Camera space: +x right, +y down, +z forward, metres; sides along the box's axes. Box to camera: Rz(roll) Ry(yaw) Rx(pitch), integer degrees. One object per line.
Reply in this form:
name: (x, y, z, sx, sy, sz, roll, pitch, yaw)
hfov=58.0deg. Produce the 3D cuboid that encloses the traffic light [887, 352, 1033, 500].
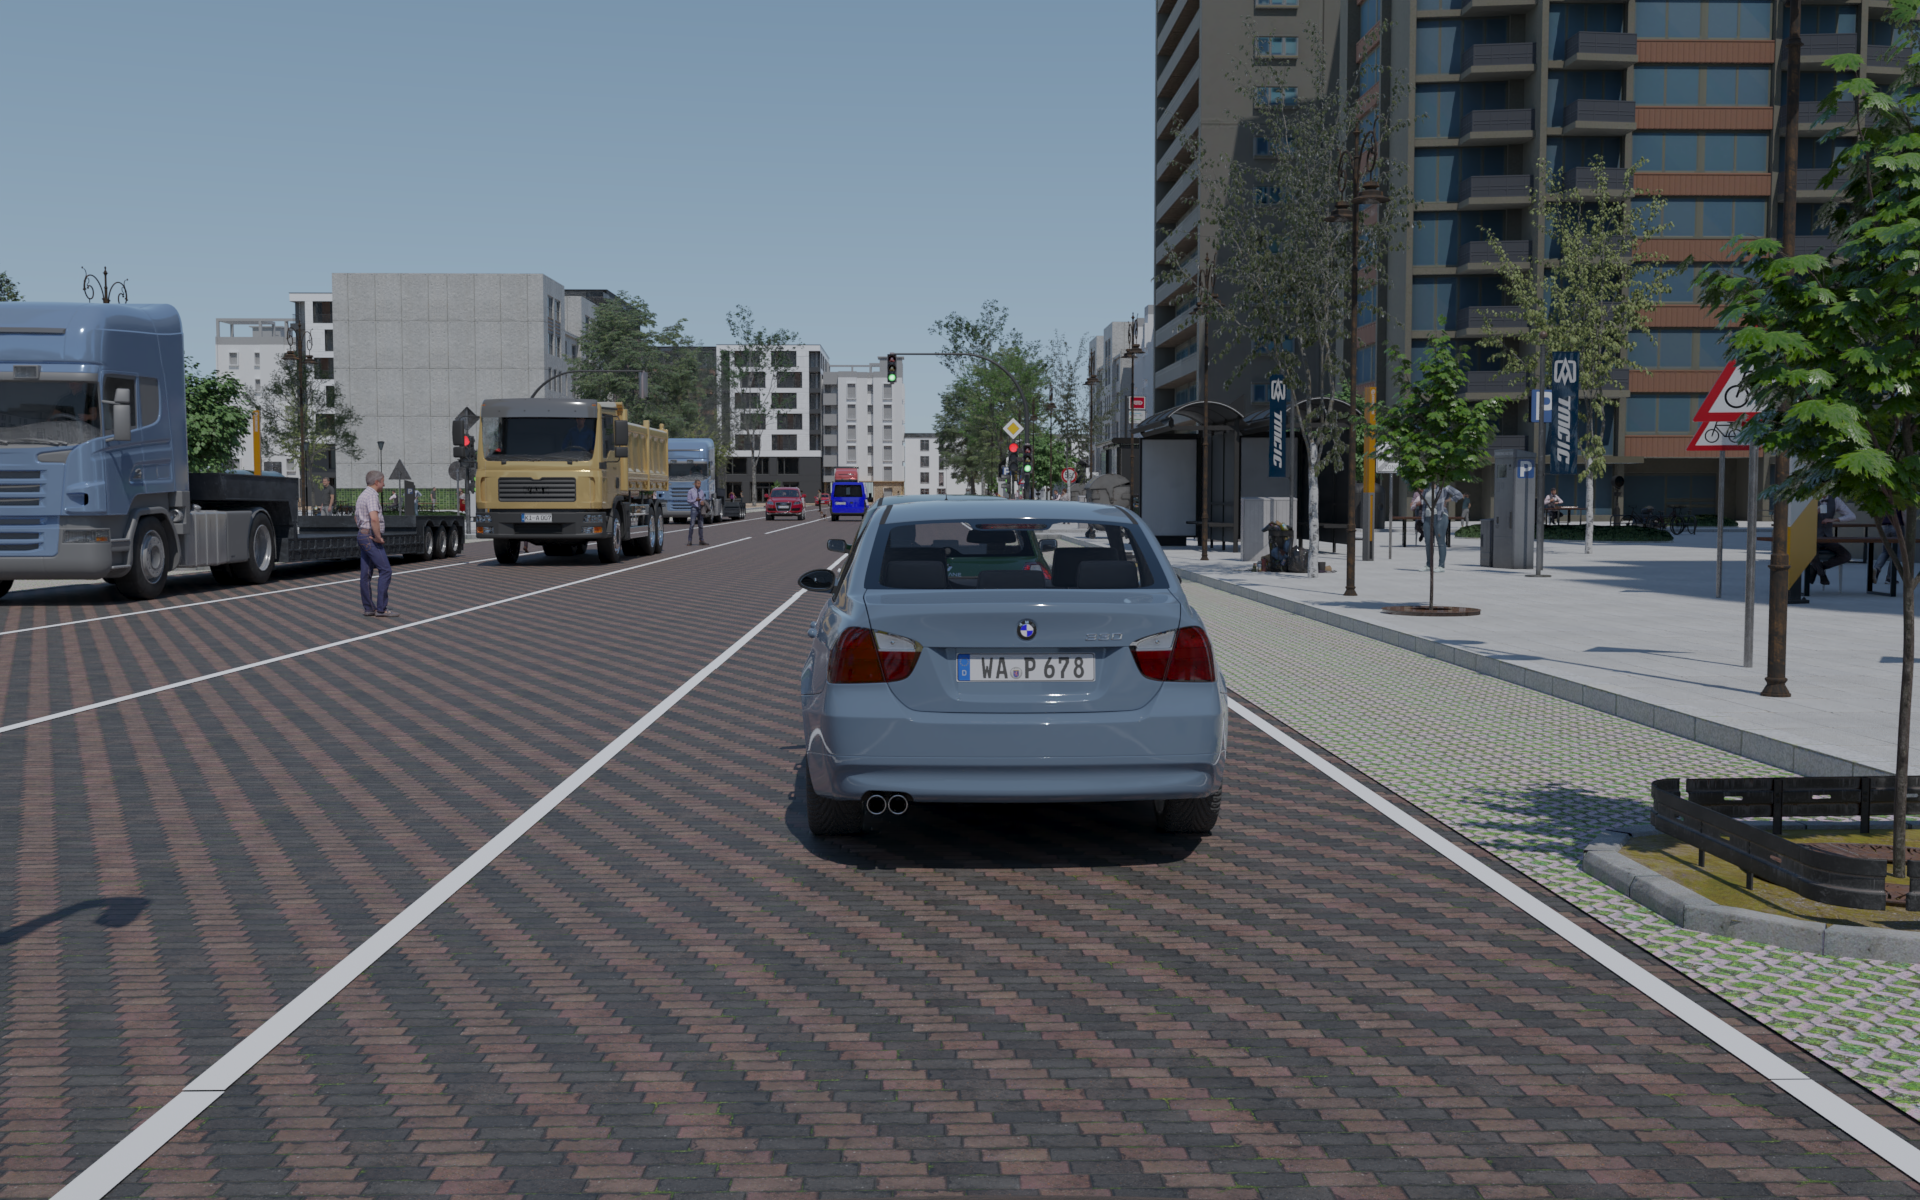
traffic light: (0.042, -4.959, 55.747, 4.771, 5.953, 1.251, 0, 4, -1)

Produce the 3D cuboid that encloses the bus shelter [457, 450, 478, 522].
bus shelter: (-21.893, -5.358, 81.533, 2.014, 3.302, 5.546, 0, 4, -1)

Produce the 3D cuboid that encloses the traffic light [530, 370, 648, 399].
traffic light: (-13.864, -5.437, 63.568, 4.771, 5.953, 1.251, 0, 4, -1)

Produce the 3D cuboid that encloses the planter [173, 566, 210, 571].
planter: (-14.945, -0.723, 32.959, 1.991, 0.319, 1.994, 0, 4, -1)

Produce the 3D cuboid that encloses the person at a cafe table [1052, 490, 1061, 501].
person at a cafe table: (4.887, -5.175, 93.124, 1.622, 1.524, 1.698, -2, 4, -31)

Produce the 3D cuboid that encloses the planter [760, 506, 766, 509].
planter: (-18.080, -8.873, 166.216, 1.991, 0.319, 1.994, 0, 4, -1)

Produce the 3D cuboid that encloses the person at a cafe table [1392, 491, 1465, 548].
person at a cafe table: (11.358, -2.063, 42.239, 1.698, 1.524, 1.622, 1, 4, 12)

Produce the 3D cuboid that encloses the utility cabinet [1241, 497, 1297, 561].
utility cabinet: (5.893, -1.339, 33.060, 1.020, 1.237, 0.306, 0, 4, -2)

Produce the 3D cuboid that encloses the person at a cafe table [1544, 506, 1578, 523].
person at a cafe table: (26.271, -4.059, 77.228, 1.726, 1.238, 1.698, -2, 4, -25)

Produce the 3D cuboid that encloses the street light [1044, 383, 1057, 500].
street light: (3.778, -6.067, 71.977, 0.468, 5.910, 1.993, 0, 4, -1)

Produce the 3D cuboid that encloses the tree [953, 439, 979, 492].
tree: (1.212, -16.271, 216.395, 4.737, 8.622, 4.395, 0, 3, 0)

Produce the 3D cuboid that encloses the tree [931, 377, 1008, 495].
tree: (1.462, -17.055, 185.500, 9.857, 13.997, 8.962, 0, 3, 0)

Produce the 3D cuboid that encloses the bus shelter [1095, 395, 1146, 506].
bus shelter: (6.576, -5.547, 68.318, 2.179, 5.291, 8.768, 0, 4, -1)

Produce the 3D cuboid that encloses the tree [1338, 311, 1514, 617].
tree: (5.103, -1.455, 18.392, 1.663, 3.219, 1.824, 0, 3, 0)

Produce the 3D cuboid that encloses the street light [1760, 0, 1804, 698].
street light: (5.181, -2.326, 10.822, 0.468, 5.910, 1.993, 0, 4, -1)

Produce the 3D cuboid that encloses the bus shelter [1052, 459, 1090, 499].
bus shelter: (6.137, -6.363, 97.953, 2.014, 3.302, 5.546, 0, 4, -1)

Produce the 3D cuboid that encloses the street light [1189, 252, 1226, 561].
street light: (4.730, -3.702, 33.318, 0.468, 5.910, 1.993, 0, 4, -1)

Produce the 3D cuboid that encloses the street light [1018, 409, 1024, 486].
street light: (3.221, -7.395, 93.702, 0.468, 5.910, 1.993, 0, 4, -1)

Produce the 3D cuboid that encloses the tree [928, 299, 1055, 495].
tree: (3.391, -18.982, 166.246, 12.611, 20.169, 13.585, 0, 3, 0)

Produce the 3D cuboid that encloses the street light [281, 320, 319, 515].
street light: (-17.547, -4.489, 46.187, 0.468, 5.910, 1.993, 0, 4, -1)

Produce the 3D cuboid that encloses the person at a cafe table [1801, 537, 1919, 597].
person at a cafe table: (11.204, -0.842, 22.286, 1.698, 1.524, 1.622, 0, 4, 6)

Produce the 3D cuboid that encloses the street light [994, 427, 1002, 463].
street light: (2.745, -8.763, 116.069, 0.468, 5.910, 1.993, 0, 4, -1)

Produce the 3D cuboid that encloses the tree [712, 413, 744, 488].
tree: (-21.013, -12.346, 152.212, 4.360, 8.622, 3.978, 0, 3, 0)

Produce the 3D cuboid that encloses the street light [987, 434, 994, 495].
street light: (2.351, -9.466, 127.549, 0.468, 5.910, 1.993, 0, 4, -1)

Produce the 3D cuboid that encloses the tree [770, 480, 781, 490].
tree: (-22.614, -13.500, 215.318, 1.663, 3.219, 1.824, 0, 3, 0)

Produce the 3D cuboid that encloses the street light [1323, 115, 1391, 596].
street light: (4.928, -2.991, 21.685, 0.468, 5.910, 1.993, 0, 4, -1)

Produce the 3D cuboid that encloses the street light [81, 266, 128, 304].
street light: (-17.345, -3.825, 35.323, 0.468, 5.910, 1.993, 0, 4, -1)

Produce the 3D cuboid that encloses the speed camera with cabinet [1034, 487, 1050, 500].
speed camera with cabinet: (5.393, -7.268, 113.160, 0.660, 3.252, 2.038, 2, 4, 29)

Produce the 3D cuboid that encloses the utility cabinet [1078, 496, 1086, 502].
utility cabinet: (4.888, -3.240, 64.137, 1.020, 1.237, 0.306, 0, 4, -7)

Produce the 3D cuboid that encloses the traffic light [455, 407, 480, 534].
traffic light: (-15.765, -4.072, 55.501, 0.839, 4.253, 0.868, 0, 4, -1)

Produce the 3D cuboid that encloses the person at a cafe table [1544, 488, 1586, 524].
person at a cafe table: (23.198, -3.587, 67.155, 1.698, 1.524, 1.622, -1, 4, -20)

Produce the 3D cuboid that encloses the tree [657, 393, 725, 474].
tree: (-19.422, -10.421, 120.750, 4.737, 8.622, 4.395, 0, 3, 0)

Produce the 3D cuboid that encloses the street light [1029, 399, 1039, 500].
street light: (3.507, -6.731, 82.840, 0.468, 5.910, 1.993, 0, 4, -1)

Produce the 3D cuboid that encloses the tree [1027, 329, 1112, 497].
tree: (5.114, -7.782, 77.597, 4.360, 8.622, 3.978, 0, 3, 0)

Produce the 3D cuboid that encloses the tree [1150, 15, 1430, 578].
tree: (5.183, -4.635, 26.145, 4.360, 8.622, 3.978, 0, 3, 0)

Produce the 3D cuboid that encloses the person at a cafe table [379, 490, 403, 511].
person at a cafe table: (-35.078, -5.993, 106.495, 1.622, 1.524, 1.698, 1, 4, 10)

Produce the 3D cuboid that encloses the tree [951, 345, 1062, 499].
tree: (3.384, -12.021, 122.306, 9.928, 11.665, 9.643, 0, 3, 0)

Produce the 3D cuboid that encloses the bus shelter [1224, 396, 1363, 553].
bus shelter: (7.454, -2.738, 38.693, 2.014, 3.302, 5.546, 0, 4, -1)

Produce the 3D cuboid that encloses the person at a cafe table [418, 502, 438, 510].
person at a cafe table: (-33.983, -5.991, 108.808, 1.726, 1.238, 1.698, 3, 5, 44)

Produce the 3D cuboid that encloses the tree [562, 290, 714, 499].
tree: (-20.029, -12.286, 107.531, 9.857, 13.997, 8.962, 0, 3, 0)

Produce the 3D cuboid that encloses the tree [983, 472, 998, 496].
tree: (2.969, -9.290, 146.489, 1.663, 3.219, 1.824, 0, 3, 0)

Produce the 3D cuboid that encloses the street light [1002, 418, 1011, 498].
street light: (3.003, -8.076, 104.826, 0.468, 5.910, 1.993, 0, 4, -1)

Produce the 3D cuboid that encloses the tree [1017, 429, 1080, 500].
tree: (4.346, -6.299, 86.694, 4.285, 4.588, 4.351, 0, 3, 0)

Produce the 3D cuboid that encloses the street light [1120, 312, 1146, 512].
street light: (4.396, -4.366, 44.179, 0.468, 5.910, 1.993, 0, 4, -1)

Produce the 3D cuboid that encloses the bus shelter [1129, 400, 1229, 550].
bus shelter: (5.255, -2.829, 40.175, 2.014, 3.302, 5.546, 0, 4, -1)

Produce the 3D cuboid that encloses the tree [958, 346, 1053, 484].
tree: (3.569, -13.125, 132.725, 7.486, 12.596, 7.792, 0, 3, 0)

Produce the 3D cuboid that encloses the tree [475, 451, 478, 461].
tree: (-18.905, -5.511, 73.825, 4.285, 4.588, 4.351, 0, 3, 0)

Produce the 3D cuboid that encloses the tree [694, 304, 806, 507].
tree: (-22.179, -19.567, 175.808, 12.611, 20.169, 13.585, 0, 3, 0)

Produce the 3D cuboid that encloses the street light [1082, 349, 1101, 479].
street light: (4.198, -5.052, 55.396, 0.468, 5.910, 1.993, 0, 4, -1)

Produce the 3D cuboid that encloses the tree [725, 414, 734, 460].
tree: (-20.840, -11.891, 144.775, 4.737, 8.622, 4.395, 0, 3, 0)

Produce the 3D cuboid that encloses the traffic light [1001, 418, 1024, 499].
traffic light: (1.943, -4.587, 63.921, 0.839, 4.253, 0.868, 0, 4, -1)
